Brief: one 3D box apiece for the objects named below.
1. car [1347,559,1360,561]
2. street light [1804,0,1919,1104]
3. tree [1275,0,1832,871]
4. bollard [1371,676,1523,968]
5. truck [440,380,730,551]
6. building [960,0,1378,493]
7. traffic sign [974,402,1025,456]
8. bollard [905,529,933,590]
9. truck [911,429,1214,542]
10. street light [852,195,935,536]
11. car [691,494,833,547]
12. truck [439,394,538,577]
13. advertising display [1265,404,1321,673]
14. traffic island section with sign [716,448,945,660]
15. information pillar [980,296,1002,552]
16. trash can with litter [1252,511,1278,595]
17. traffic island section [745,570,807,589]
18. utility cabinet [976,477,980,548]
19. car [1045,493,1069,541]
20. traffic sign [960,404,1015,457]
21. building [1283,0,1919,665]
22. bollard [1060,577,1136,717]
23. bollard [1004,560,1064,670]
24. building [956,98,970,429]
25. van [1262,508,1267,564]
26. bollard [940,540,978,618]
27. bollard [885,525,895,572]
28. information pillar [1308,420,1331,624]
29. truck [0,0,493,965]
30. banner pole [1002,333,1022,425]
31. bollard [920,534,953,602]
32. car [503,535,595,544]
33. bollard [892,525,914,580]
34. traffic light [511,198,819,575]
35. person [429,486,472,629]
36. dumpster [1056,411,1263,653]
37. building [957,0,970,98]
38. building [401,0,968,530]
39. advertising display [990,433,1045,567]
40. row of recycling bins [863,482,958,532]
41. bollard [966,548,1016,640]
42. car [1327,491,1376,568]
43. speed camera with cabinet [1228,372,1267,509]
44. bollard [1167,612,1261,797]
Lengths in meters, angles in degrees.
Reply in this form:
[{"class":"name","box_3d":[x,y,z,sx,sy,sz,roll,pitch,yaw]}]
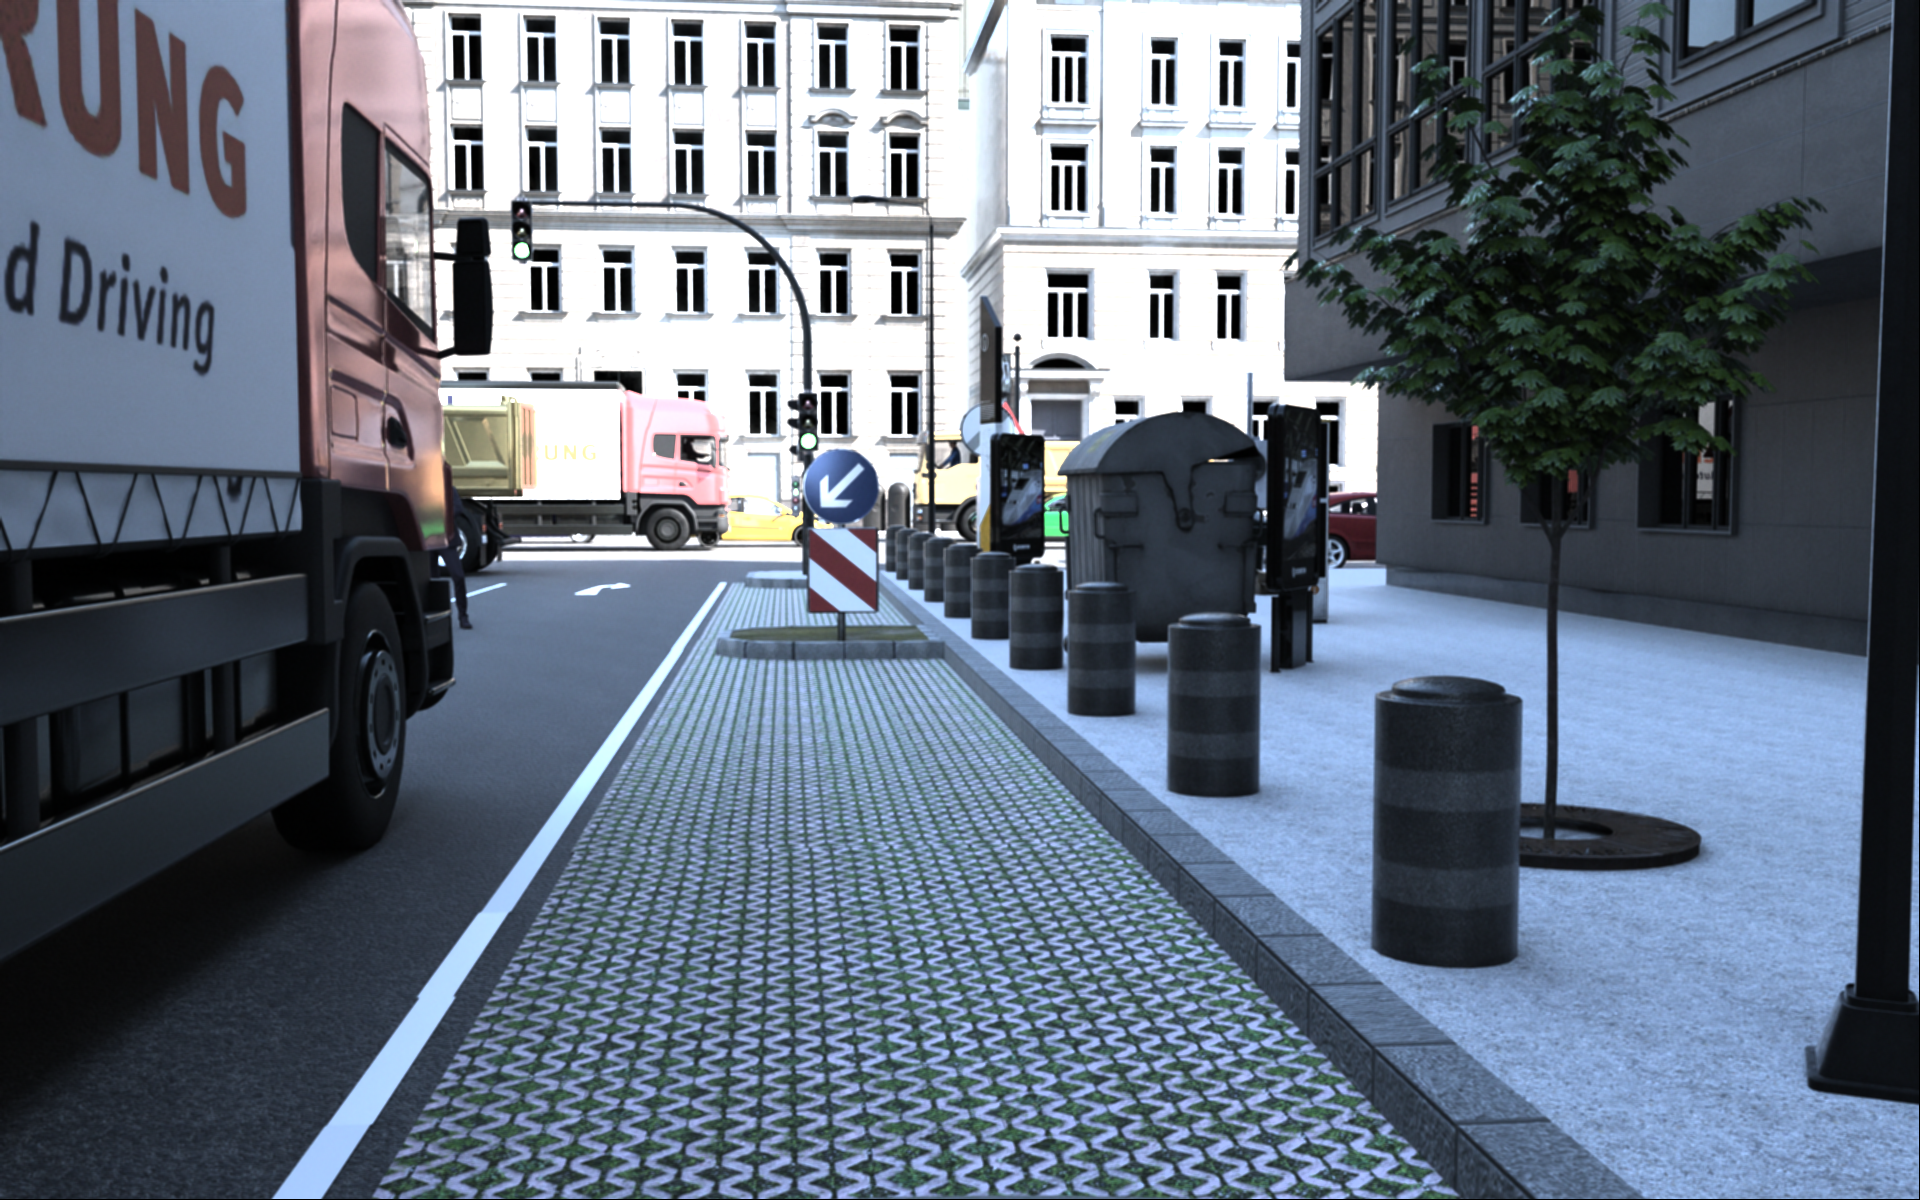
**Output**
[{"class":"car","box_3d":[9.760,-1.579,38.184,4.827,1.381,2.083,0,4,-5]},{"class":"street light","box_3d":[1.472,-1.898,3.567,1.470,5.913,1.316,0,4,-6]},{"class":"tree","box_3d":[2.264,-0.710,6.202,1.663,3.219,1.824,0,3,0]},{"class":"bollard","box_3d":[1.363,0.603,4.859,0.404,0.777,0.398,0,3,0]},{"class":"truck","box_3d":[-10.851,-3.368,43.987,11.283,4.237,2.839,0,4,-7]},{"class":"building","box_3d":[10.593,-17.354,69.638,20.117,28.700,13.634,0,4,-6]},{"class":"traffic sign","box_3d":[0.637,-1.495,24.443,0.884,2.594,0.081,0,4,-2]},{"class":"bollard","box_3d":[-0.499,-0.528,23.352,0.404,0.777,0.398,0,3,0]},{"class":"truck","box_3d":[2.615,-3.462,52.536,9.791,3.379,3.469,0,4,-4]},{"class":"street light","box_3d":[-0.984,-3.338,27.122,1.470,5.913,1.316,0,4,-6]},{"class":"car","box_3d":[-5.474,-2.279,47.486,3.980,1.641,2.015,0,4,-7]},{"class":"truck","box_3d":[-12.591,-2.120,30.585,9.791,3.379,3.469,0,4,-6]},{"class":"advertising display","box_3d":[2.468,-0.464,12.807,0.123,1.923,0.974,2,4,27]},{"class":"traffic island section with sign","box_3d":[-1.209,-0.439,15.799,1.989,1.847,2.006,0,4,-6]},{"class":"information pillar","box_3d":[0.358,-1.773,20.351,0.183,3.616,0.504,-1,4,-21]},{"class":"trash can with litter","box_3d":[3.866,-0.676,22.441,0.624,1.170,1.055,-2,4,-24]},{"class":"traffic island section","box_3d":[-2.389,-0.320,27.517,2.009,0.180,2.903,0,4,-6]},{"class":"utility cabinet","box_3d":[0.476,-0.787,21.538,0.318,1.500,1.173,-1,4,-11]},{"class":"car","box_3d":[2.835,-2.265,45.827,4.718,1.807,1.959,0,4,-5]},{"class":"traffic sign","box_3d":[0.385,-1.474,24.201,0.768,2.556,0.104,0,4,3]},{"class":"building","box_3d":[12.514,-13.388,12.405,14.314,27.812,24.014,0,4,-6]},{"class":"bollard","box_3d":[0.830,0.279,10.150,0.404,0.777,0.398,0,3,0]},{"class":"bollard","box_3d":[0.564,0.118,12.786,0.404,0.777,0.398,0,3,0]},{"class":"building","box_3d":[0.037,-21.935,130.332,14.160,30.474,14.107,0,4,-6]},{"class":"van","box_3d":[4.829,-1.792,36.306,4.112,2.044,2.013,0,4,-7]},{"class":"bollard","box_3d":[0.033,-0.205,18.068,0.404,0.777,0.398,0,3,0]},{"class":"bollard","box_3d":[-1.033,-0.852,28.641,0.404,0.777,0.398,0,3,0]},{"class":"information pillar","box_3d":[3.463,-0.778,17.211,0.304,2.012,0.304,-1,4,-17]},{"class":"truck","box_3d":[-3.252,-0.891,3.478,2.839,4.237,11.283,0,4,-4]},{"class":"banner pole","box_3d":[0.758,-2.276,27.231,0.401,3.779,0.863,-3,4,-36]},{"class":"bollard","box_3d":[-0.232,-0.367,20.715,0.404,0.777,0.398,0,3,0]},{"class":"car","box_3d":[-12.393,-2.339,50.818,3.894,1.354,1.945,0,4,-7]},{"class":"bollard","box_3d":[-0.764,-0.690,26.000,0.404,0.777,0.398,0,3,0]},{"class":"traffic light","box_3d":[-4.502,-3.204,27.050,4.771,5.953,1.251,0,4,-6]},{"class":"person","box_3d":[-5.532,-0.578,18.405,0.683,1.767,0.568,0,4,-1]},{"class":"dumpster","box_3d":[1.482,-0.444,13.018,1.264,1.857,1.865,0,4,-6]},{"class":"building","box_3d":[2.506,-32.075,148.135,21.300,48.544,21.600,0,4,-6]},{"class":"building","box_3d":[-12.651,-16.454,66.286,25.104,27.353,12.463,0,4,-6]},{"class":"advertising display","box_3d":[0.625,-0.823,18.666,0.123,1.923,0.974,2,4,32]},{"class":"row of recycling bins","box_3d":[-1.609,-3.189,59.254,3.534,1.692,1.069,1,4,9]},{"class":"bollard","box_3d":[0.299,-0.044,15.431,0.404,0.777,0.398,0,3,0]},{"class":"car","box_3d":[8.110,-1.453,32.804,4.494,1.783,2.155,0,4,-8]},{"class":"speed camera with cabinet","box_3d":[3.991,-2.064,28.088,2.038,3.252,0.660,1,4,9]},{"class":"bollard","box_3d":[1.099,0.442,7.496,0.404,0.777,0.398,0,3,0]}]
